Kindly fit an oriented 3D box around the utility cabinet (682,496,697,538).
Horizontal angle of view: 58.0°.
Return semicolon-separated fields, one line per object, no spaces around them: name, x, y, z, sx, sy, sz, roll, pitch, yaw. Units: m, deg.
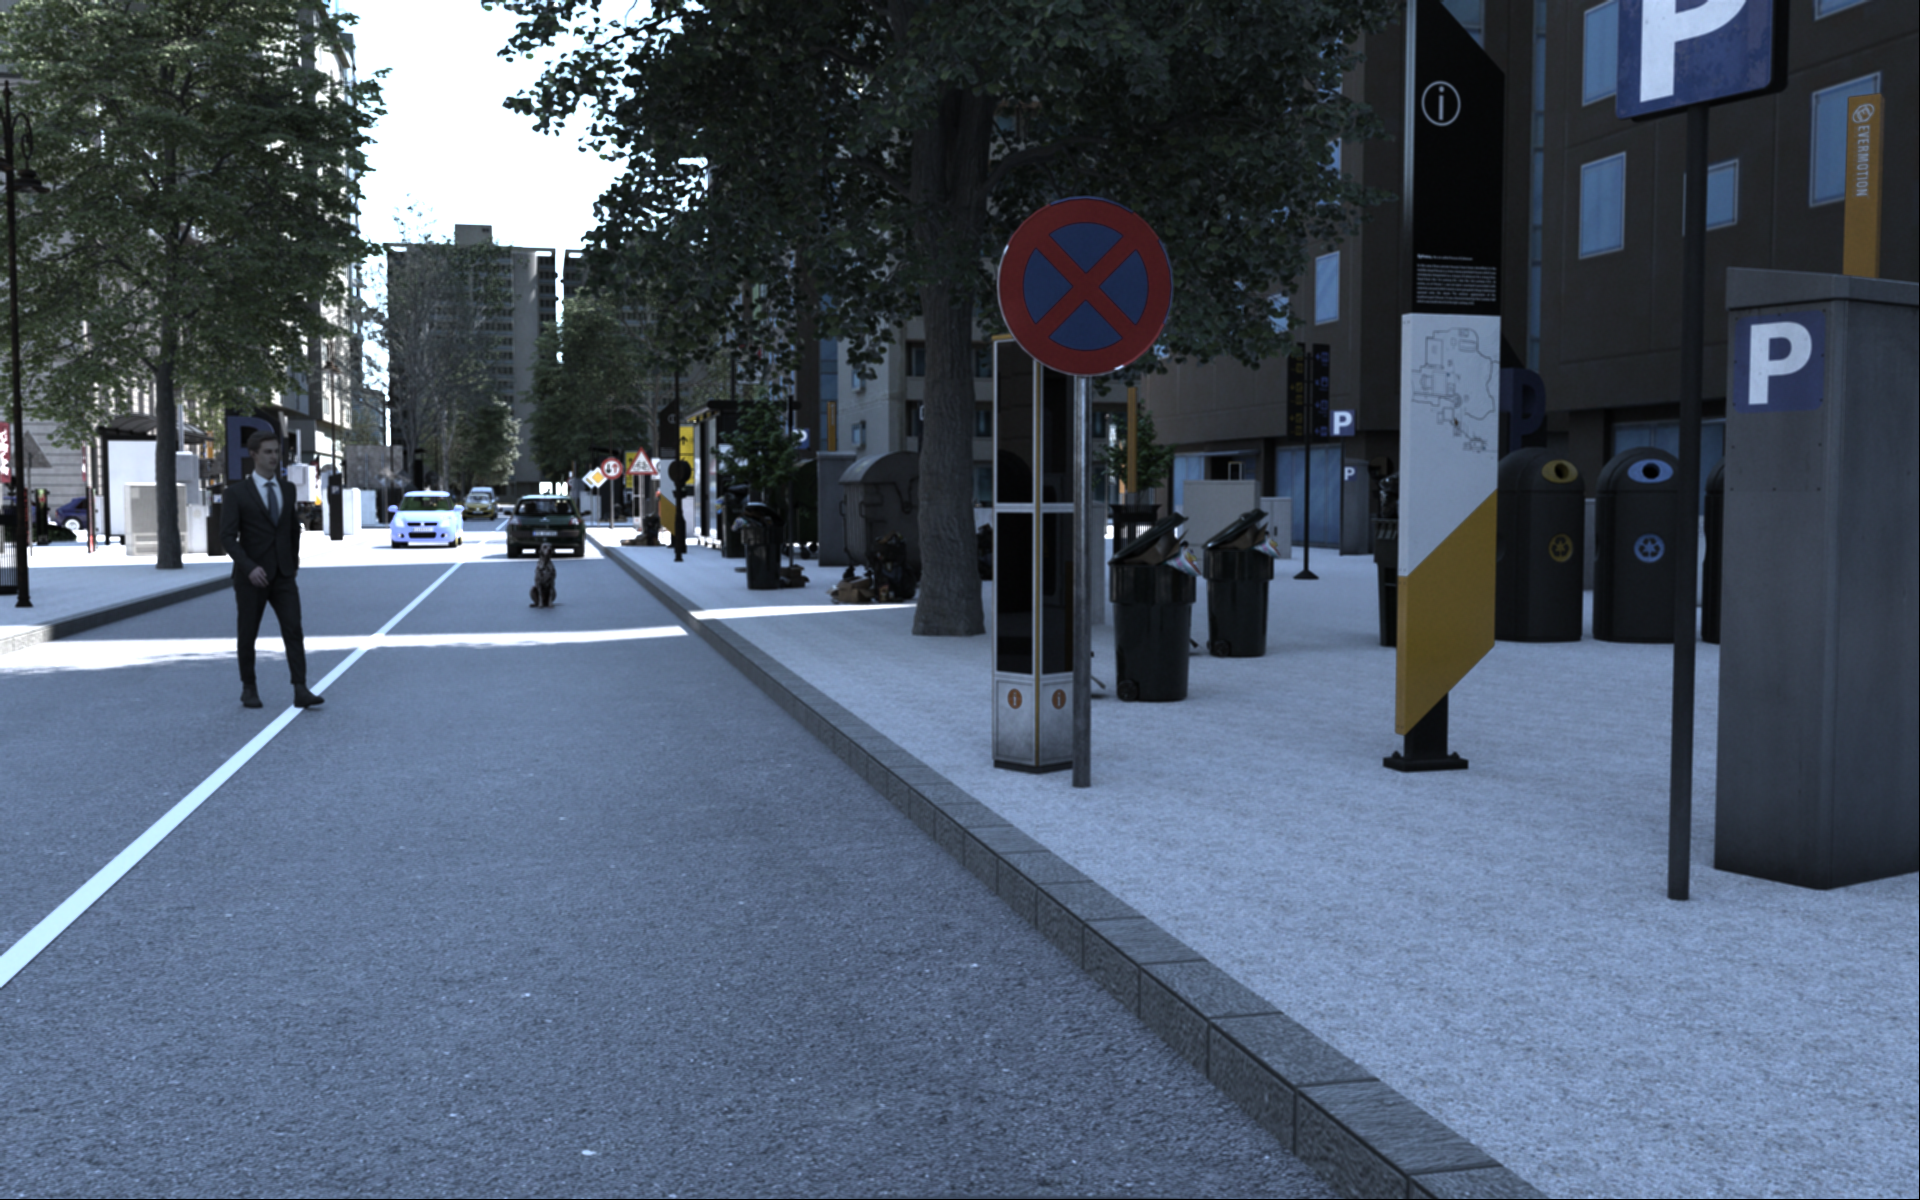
utility cabinet;-7.706;-2.401;50.425;1.020;1.237;0.306;2;4;25

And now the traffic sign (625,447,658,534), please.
traffic sign;-8.724;-2.905;47.505;0.884;2.594;0.081;0;4;-4

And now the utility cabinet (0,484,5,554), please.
utility cabinet;-20.872;-1.735;37.045;1.173;1.500;0.318;3;5;40

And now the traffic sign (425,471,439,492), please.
traffic sign;-28.990;-5.814;95.164;0.768;2.556;0.104;-1;4;-8

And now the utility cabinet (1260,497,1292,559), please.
utility cabinet;6.013;-1.408;34.190;1.020;1.237;0.306;0;4;-1

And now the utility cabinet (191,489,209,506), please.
utility cabinet;-33.604;-4.178;76.988;1.173;1.500;0.318;-3;5;-41

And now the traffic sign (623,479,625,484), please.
traffic sign;-22.903;-7.014;116.801;0.606;2.300;0.079;0;4;-5

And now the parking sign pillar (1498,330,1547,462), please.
parking sign pillar;8.701;-2.366;27.151;1.447;3.967;1.447;-3;5;-44

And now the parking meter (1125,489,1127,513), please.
parking meter;7.573;-4.404;77.711;0.255;1.863;0.399;-3;4;-37

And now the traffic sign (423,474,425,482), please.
traffic sign;-31.356;-6.128;100.291;0.768;2.556;0.104;-1;4;-12

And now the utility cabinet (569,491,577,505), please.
utility cabinet;-28.317;-7.305;128.108;1.173;1.500;0.318;2;4;24

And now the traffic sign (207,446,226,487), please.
traffic sign;-19.924;-2.871;46.938;0.884;2.594;0.081;0;4;-8

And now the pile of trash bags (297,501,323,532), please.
pile of trash bags;-22.513;-3.071;59.963;1.912;1.369;3.447;1;4;23

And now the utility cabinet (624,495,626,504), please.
utility cabinet;-20.372;-5.690;104.196;1.020;1.237;0.306;-3;5;-43

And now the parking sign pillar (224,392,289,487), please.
parking sign pillar;-17.713;-3.362;43.444;1.447;3.967;1.447;-1;4;-18

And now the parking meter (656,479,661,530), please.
parking meter;-10.928;-3.471;62.465;0.255;1.863;0.399;2;4;30

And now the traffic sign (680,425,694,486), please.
traffic sign;-7.276;-3.501;51.109;2.265;3.308;0.079;0;4;-7

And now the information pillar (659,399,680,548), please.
information pillar;-6.892;-3.051;41.244;0.504;3.616;0.183;0;4;4

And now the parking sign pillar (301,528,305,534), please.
parking sign pillar;-21.952;-4.125;55.922;1.447;3.967;1.447;-2;4;-28

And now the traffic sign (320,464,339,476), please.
traffic sign;-26.325;-4.418;72.335;0.768;2.556;0.104;-1;4;-11

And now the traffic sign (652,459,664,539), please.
traffic sign;-8.460;-2.881;49.230;0.606;2.300;0.079;-1;4;-12

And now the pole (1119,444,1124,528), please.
pole;6.091;-4.356;65.059;0.158;3.312;0.155;0;3;0

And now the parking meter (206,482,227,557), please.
parking meter;-15.322;-1.668;35.683;0.372;1.533;0.369;0;3;0

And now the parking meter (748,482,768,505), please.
parking meter;-3.870;-1.515;33.174;0.372;1.533;0.369;0;3;0

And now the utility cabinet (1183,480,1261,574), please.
utility cabinet;4.126;-1.139;27.303;1.173;1.500;0.318;2;4;28

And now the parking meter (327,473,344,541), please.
parking meter;-17.125;-2.554;47.467;0.399;1.863;0.255;-1;4;-20

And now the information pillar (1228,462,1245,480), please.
information pillar;6.336;-2.154;39.702;0.304;2.012;0.304;2;4;26

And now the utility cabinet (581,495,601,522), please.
utility cabinet;-17.107;-4.230;80.326;1.020;1.237;0.306;2;4;34

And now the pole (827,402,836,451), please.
pole;-2.836;-2.722;38.340;0.158;3.312;0.155;0;3;0

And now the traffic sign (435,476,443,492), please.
traffic sign;-36.945;-7.496;122.667;0.768;2.556;0.104;0;4;-7

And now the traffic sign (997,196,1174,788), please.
traffic sign;0.534;-0.454;7.522;0.768;2.556;0.104;0;4;-6

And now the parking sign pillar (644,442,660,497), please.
parking sign pillar;-14.237;-5.646;80.780;1.447;3.967;1.447;-2;4;-25

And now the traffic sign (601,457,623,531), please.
traffic sign;-12.097;-3.678;60.245;0.768;2.556;0.104;0;4;-7

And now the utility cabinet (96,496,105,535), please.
utility cabinet;-26.864;-2.625;54.076;1.020;1.237;0.306;3;5;40

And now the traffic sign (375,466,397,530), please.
traffic sign;-20.445;-3.553;61.729;0.795;2.450;0.064;-1;4;-14

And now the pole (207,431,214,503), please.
pole;-24.399;-3.827;56.414;0.158;3.312;0.155;0;3;0

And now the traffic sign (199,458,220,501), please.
traffic sign;-21.370;-2.886;49.319;0.606;2.300;0.079;-1;4;-11

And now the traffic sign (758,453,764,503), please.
traffic sign;-3.619;-1.947;31.939;0.768;2.556;0.104;0;4;-5

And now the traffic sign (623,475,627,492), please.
traffic sign;-22.652;-7.179;117.480;0.768;2.556;0.104;0;4;-5

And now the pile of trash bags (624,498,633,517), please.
pile of trash bags;-19.005;-5.368;97.511;3.447;1.369;1.912;3;4;38

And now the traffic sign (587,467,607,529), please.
traffic sign;-13.256;-3.658;63.456;0.795;2.450;0.064;-1;4;-14

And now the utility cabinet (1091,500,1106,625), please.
utility cabinet;0.902;-0.355;16.965;1.020;1.237;0.306;-1;4;-18

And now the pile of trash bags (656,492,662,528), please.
pile of trash bags;-9.123;-3.150;61.248;3.447;1.369;1.912;0;4;-8

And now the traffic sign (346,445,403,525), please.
traffic sign;-24.347;-4.784;72.091;2.265;3.308;0.079;-1;4;-9

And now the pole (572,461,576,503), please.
pole;-23.724;-6.886;106.425;0.158;3.312;0.155;0;3;0

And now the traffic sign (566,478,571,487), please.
traffic sign;-29.319;-7.994;130.808;0.768;2.556;0.104;0;4;-4

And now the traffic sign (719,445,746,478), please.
traffic sign;-4.658;-2.052;35.675;0.606;2.300;0.079;0;4;-4

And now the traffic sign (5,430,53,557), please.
traffic sign;-18.939;-2.156;35.249;0.884;2.594;0.081;-1;4;-10

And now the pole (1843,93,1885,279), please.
pole;4.655;-0.927;8.993;0.158;3.312;0.155;0;3;0

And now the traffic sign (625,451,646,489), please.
traffic sign;-14.779;-5.416;82.427;2.265;3.308;0.079;-1;4;-9

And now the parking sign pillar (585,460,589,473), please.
parking sign pillar;-27.194;-8.469;126.934;1.447;3.967;1.447;-1;4;-22

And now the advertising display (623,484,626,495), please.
advertising display;-22.357;-6.612;113.321;0.974;1.923;0.123;-1;4;-19

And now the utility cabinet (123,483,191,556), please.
utility cabinet;-16.522;-1.647;35.604;0.318;1.500;1.173;3;4;37

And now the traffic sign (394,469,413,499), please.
traffic sign;-22.339;-4.027;69.487;0.795;2.450;0.064;-1;4;-14

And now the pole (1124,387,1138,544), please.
pole;3.295;-2.404;33.153;0.158;3.312;0.155;0;3;0

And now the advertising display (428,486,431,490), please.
advertising display;-40.149;-7.704;131.166;0.123;1.923;0.974;-1;4;-21

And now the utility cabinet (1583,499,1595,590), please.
utility cabinet;8.408;-0.743;23.308;1.020;1.237;0.306;-2;4;-35

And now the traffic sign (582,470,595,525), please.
traffic sign;-15.151;-4.133;71.214;0.795;2.450;0.064;-1;4;-14

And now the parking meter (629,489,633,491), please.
parking meter;-27.181;-8.399;143.027;0.255;1.863;0.399;0;4;6

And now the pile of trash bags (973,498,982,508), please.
pile of trash bags;1.715;-3.252;62.918;3.447;1.369;1.912;2;4;27
